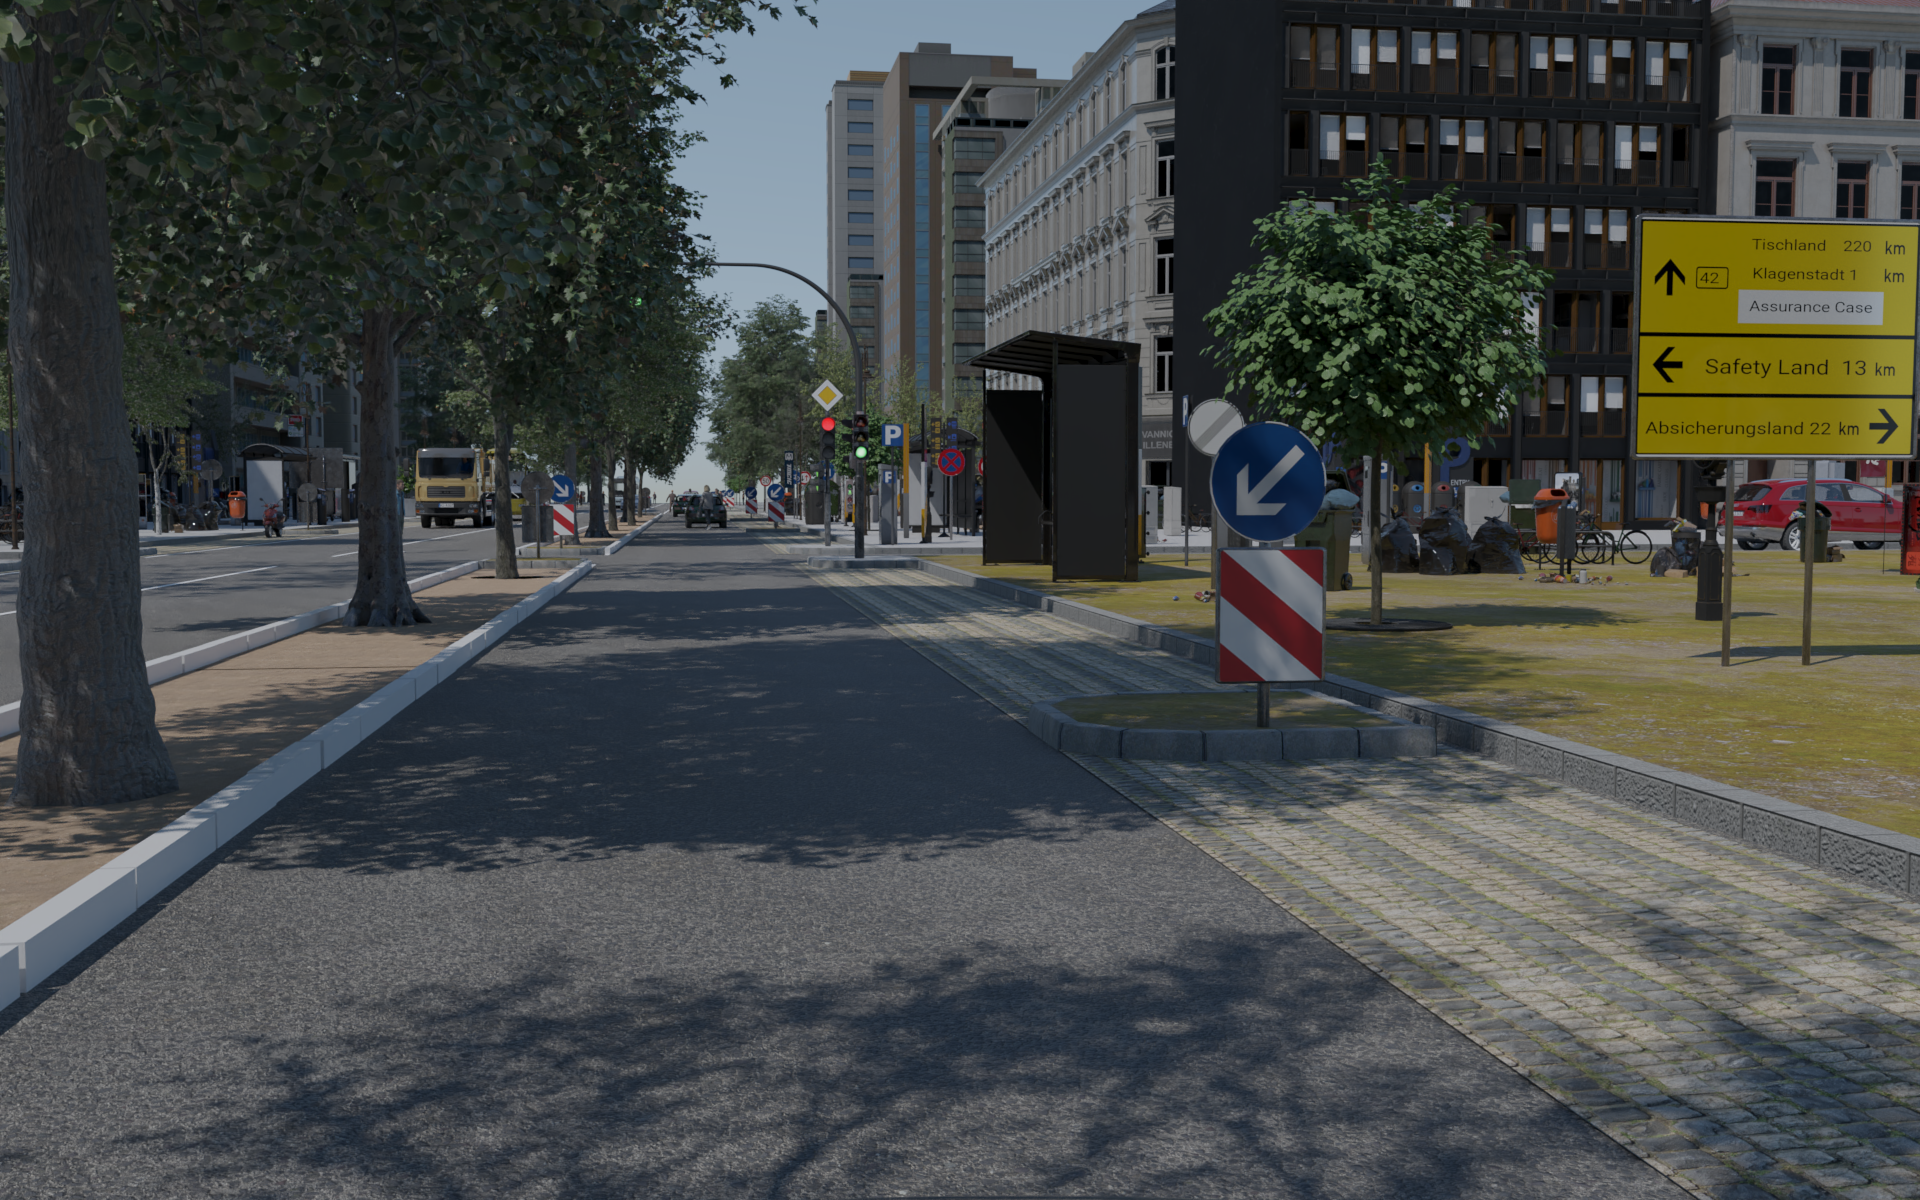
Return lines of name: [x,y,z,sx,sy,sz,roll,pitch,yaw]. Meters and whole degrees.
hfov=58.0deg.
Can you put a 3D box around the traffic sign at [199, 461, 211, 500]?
traffic sign: [-28.037,-3.950,64.685,0.768,2.556,0.104,0,4,0]

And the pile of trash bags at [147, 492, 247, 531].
pile of trash bags: [-26.522,-3.116,60.699,3.447,1.369,1.912,1,4,14]

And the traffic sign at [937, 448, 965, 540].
traffic sign: [-0.244,-2.937,48.127,0.768,2.556,0.104,0,4,-2]

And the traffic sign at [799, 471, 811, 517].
traffic sign: [-8.628,-5.878,96.206,0.768,2.556,0.104,0,4,-2]

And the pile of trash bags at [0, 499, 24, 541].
pile of trash bags: [-25.999,-2.391,48.844,1.912,1.369,3.447,2,4,32]

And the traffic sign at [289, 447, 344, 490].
traffic sign: [-28.146,-5.007,75.733,2.265,3.308,0.079,-1,4,-8]

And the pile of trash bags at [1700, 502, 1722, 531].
pile of trash bags: [26.490,-3.003,58.844,3.447,1.369,1.912,-2,4,-24]

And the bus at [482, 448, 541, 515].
bus: [-24.795,-6.361,95.549,2.896,3.916,12.252,-1,4,-10]

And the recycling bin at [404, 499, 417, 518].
recycling bin: [-30.329,-5.051,95.130,0.722,1.027,0.722,-3,4,-38]

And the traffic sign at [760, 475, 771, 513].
traffic sign: [-13.192,-7.186,117.597,0.768,2.556,0.104,0,4,-7]

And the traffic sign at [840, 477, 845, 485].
traffic sign: [-6.737,-6.348,103.797,0.884,2.594,0.081,0,4,-5]

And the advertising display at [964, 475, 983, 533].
advertising display: [0.481,-3.206,57.639,0.974,1.923,0.123,3,5,42]

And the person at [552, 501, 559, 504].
person: [-34.971,-8.504,150.767,0.991,1.433,0.599,-1,4,-13]

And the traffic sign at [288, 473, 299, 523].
traffic sign: [-29.679,-4.737,77.552,0.768,2.556,0.104,0,4,-1]

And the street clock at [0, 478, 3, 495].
street clock: [-39.316,-4.044,70.688,0.471,2.002,0.358,-2,4,-26]

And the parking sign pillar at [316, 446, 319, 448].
parking sign pillar: [-35.905,-6.630,96.867,1.447,3.967,1.447,-2,4,-35]

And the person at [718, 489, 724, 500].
person: [-22.293,-9.249,159.359,1.348,1.869,0.705,-3,5,-40]

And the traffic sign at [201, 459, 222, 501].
traffic sign: [-27.417,-3.875,63.468,0.768,2.556,0.104,0,4,-7]

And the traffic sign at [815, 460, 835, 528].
traffic sign: [-5.104,-4.001,65.514,0.768,2.556,0.104,0,4,-6]

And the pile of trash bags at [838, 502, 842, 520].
pile of trash bags: [-4.994,-4.653,85.834,1.912,1.369,3.447,-1,4,-11]

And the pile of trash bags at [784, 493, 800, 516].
pile of trash bags: [-9.583,-5.682,102.654,1.912,1.369,3.447,-2,4,-32]

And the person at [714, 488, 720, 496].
person: [-14.317,-5.677,101.740,0.576,1.772,0.534,0,4,-7]

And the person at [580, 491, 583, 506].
person: [-46.041,-12.366,210.643,0.705,1.831,1.348,-2,4,-25]

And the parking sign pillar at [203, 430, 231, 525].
parking sign pillar: [-31.200,-5.124,72.244,1.447,3.967,1.447,-2,4,-30]

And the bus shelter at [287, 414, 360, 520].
bus shelter: [-33.067,-6.863,89.835,2.179,5.291,8.768,-1,4,-9]

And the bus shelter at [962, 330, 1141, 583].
bus shelter: [1.367,-2.247,28.014,1.731,3.624,6.357,-1,4,-9]

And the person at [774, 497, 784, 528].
person: [-7.684,-3.965,73.514,0.466,1.800,0.511,0,4,2]

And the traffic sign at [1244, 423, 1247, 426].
traffic sign: [4.755,-1.836,30.125,0.768,2.556,0.104,0,4,-7]

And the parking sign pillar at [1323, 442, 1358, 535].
parking sign pillar: [11.780,-4.031,54.378,1.447,3.967,1.447,0,4,-3]

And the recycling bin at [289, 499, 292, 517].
recycling bin: [-37.788,-5.189,97.390,0.722,1.027,0.722,2,4,24]

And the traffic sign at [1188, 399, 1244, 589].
traffic sign: [3.424,-1.418,23.285,0.768,2.556,0.104,0,4,-4]

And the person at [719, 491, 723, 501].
person: [-19.813,-8.207,143.600,0.530,1.710,0.541,1,4,18]

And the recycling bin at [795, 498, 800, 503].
recycling bin: [-10.672,-6.220,114.259,0.722,1.027,0.722,-2,4,-29]

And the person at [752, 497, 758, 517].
person: [-12.984,-6.124,109.631,0.522,1.701,0.512,-1,4,-12]

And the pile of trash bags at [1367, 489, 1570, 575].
pile of trash bags: [8.563,-1.147,28.504,3.447,1.369,1.912,-1,4,-21]

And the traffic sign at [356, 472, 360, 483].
traffic sign: [-33.741,-5.982,97.919,0.768,2.556,0.104,0,4,-4]

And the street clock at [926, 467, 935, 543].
street clock: [-0.832,-2.512,45.646,0.358,2.002,0.471,0,4,-1]

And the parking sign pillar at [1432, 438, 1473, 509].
parking sign pillar: [16.653,-4.285,58.524,1.447,3.967,1.447,-1,4,-13]

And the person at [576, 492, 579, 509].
person: [-36.875,-9.561,166.284,0.415,1.643,0.593,3,5,42]

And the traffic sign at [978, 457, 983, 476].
traffic sign: [0.965,-3.433,56.236,0.768,2.556,0.104,0,4,1]

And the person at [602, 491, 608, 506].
person: [-43.344,-12.364,210.670,0.705,1.822,1.348,2,4,34]

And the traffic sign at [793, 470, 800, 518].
traffic sign: [-8.790,-5.611,91.840,0.768,2.556,0.104,0,4,-8]

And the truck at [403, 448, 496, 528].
truck: [-21.819,-4.849,75.201,3.469,3.379,9.791,-1,4,-10]

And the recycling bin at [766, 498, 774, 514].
recycling bin: [-12.308,-6.215,114.168,0.722,1.027,0.722,-3,5,-44]

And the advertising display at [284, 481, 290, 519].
advertising display: [-34.895,-5.112,88.796,0.974,1.923,0.123,-2,4,-27]

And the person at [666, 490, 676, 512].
person: [-22.605,-7.761,135.940,0.990,1.755,0.434,-1,4,-15]

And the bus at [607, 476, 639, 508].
bus: [-33.237,-10.832,171.956,2.948,3.499,13.247,-1,4,-9]

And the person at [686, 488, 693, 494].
person: [-17.622,-6.381,113.031,0.606,1.804,0.583,0,4,-8]

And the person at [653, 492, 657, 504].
person: [-43.658,-14.601,247.759,0.617,1.759,0.750,-1,4,-21]

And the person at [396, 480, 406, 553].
person: [-13.692,-2.035,42.115,0.444,1.785,0.601,2,4,24]

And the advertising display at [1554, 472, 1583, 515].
advertising display: [17.610,-2.751,50.192,0.123,1.923,0.974,-2,4,-26]

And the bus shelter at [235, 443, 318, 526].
bus shelter: [-28.272,-4.766,71.853,2.014,3.302,5.546,-1,4,-9]

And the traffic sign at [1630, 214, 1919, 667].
traffic sign: [6.017,-1.159,12.821,2.265,3.308,0.079,0,4,-7]

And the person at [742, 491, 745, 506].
person: [-24.512,-11.450,195.726,0.705,1.822,1.348,0,4,-6]

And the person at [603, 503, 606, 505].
person: [-47.609,-13.639,231.513,0.705,1.822,1.348,2,4,35]

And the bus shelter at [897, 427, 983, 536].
bus shelter: [-0.668,-3.717,54.704,2.014,3.302,5.546,-1,4,-9]

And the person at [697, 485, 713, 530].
person: [-10.112,-3.682,68.887,0.709,1.800,0.728,-2,4,-33]
